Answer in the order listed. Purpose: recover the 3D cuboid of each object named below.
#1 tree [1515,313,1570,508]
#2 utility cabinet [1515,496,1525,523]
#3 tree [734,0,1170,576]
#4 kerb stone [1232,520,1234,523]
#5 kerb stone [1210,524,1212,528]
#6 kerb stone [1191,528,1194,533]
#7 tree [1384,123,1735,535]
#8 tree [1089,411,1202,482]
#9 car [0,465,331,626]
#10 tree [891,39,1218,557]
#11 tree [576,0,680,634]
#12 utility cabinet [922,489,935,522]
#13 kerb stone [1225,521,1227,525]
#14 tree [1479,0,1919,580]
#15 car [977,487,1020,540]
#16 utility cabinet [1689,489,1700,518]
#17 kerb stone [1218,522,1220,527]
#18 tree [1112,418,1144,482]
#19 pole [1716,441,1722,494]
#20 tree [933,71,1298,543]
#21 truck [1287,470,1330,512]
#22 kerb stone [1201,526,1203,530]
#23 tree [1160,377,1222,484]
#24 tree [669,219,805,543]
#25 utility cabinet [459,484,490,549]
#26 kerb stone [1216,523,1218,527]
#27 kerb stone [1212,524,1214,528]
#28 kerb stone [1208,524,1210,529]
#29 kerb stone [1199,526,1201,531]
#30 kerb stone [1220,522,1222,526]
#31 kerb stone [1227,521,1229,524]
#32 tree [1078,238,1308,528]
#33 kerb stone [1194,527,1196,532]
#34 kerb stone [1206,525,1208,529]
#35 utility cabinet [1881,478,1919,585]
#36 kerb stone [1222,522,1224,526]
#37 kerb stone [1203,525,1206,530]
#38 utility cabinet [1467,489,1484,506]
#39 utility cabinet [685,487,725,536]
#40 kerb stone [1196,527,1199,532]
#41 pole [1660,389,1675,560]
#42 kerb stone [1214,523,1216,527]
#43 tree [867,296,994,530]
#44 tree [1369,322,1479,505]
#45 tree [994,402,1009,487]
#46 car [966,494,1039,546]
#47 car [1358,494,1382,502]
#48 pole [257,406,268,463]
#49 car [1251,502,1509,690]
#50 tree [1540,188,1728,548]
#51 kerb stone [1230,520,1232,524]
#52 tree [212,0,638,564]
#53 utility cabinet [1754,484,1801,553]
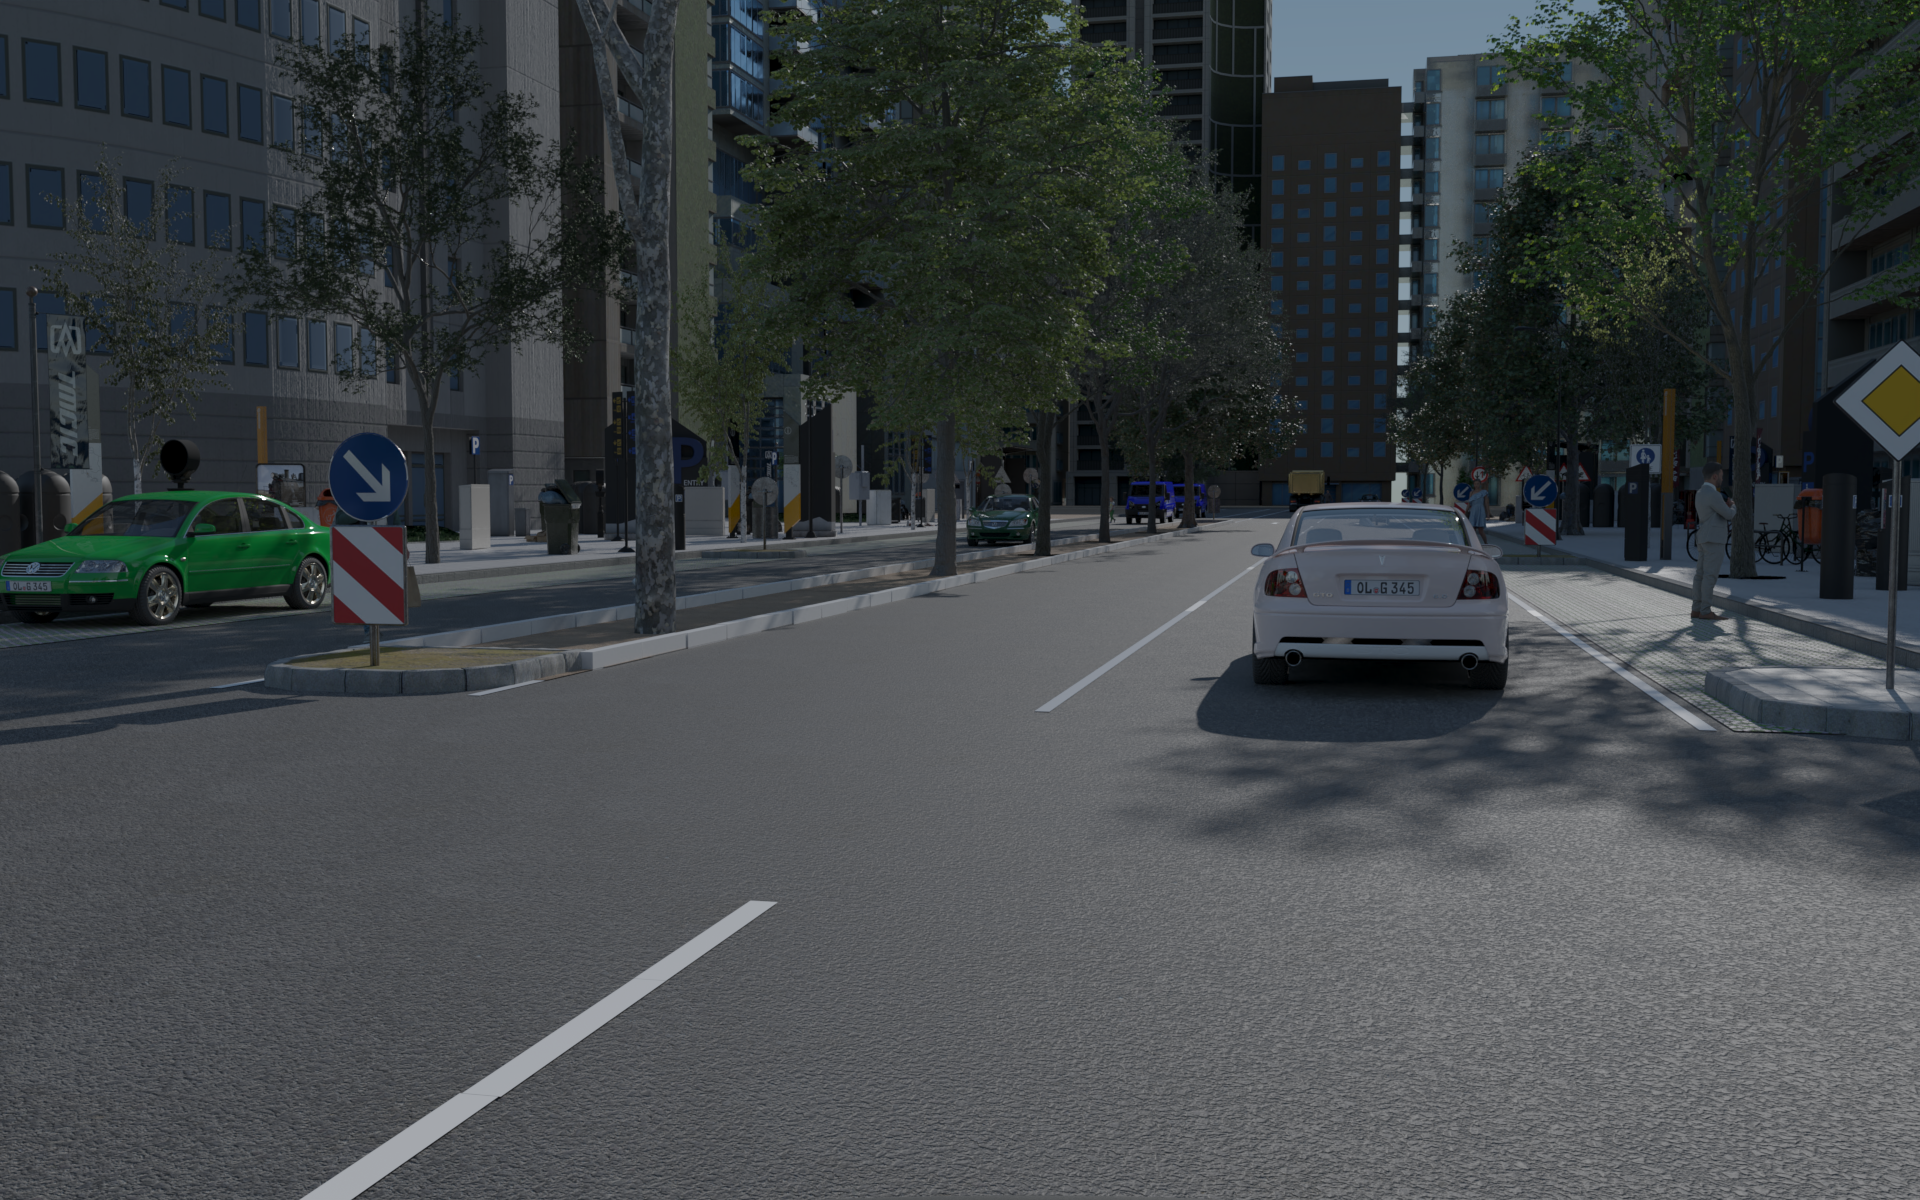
[{"bbox_3d":[22.020,-7.113,66.661,4.737,8.622,4.395,0,3,0],"label":"tree"},{"bbox_3d":[24.807,-3.944,75.640,1.020,1.237,0.306,1,4,13],"label":"utility cabinet"},{"bbox_3d":[-0.264,-6.715,30.382,7.486,12.596,7.792,0,3,0],"label":"tree"},{"bbox_3d":[12.970,-3.749,83.498,0.120,0.150,1.000,1,4,13],"label":"kerb stone"},{"bbox_3d":[10.206,-3.013,71.492,0.120,0.150,1.000,1,4,13],"label":"kerb stone"},{"bbox_3d":[8.368,-2.527,63.508,0.120,0.150,1.000,1,4,13],"label":"kerb stone"},{"bbox_3d":[19.167,-8.373,53.906,9.611,12.733,9.660,0,3,0],"label":"tree"},{"bbox_3d":[14.557,-12.258,134.833,8.767,10.594,7.601,-1,4,-11],"label":"tree"},{"bbox_3d":[-9.157,-0.701,20.255,1.959,1.807,4.718,1,4,13],"label":"car"},{"bbox_3d":[1.994,-6.805,39.479,9.928,11.665,9.643,0,3,0],"label":"tree"},{"bbox_3d":[-4.121,-9.782,18.282,12.611,20.169,13.585,0,3,0],"label":"tree"},{"bbox_3d":[-1.460,-4.256,78.271,0.318,1.500,1.173,1,4,16],"label":"utility cabinet"},{"bbox_3d":[12.053,-3.504,79.483,0.120,0.150,1.000,1,4,13],"label":"kerb stone"},{"bbox_3d":[11.858,-6.139,26.130,9.928,11.665,9.643,0,3,0],"label":"tree"},{"bbox_3d":[1.611,-2.743,54.640,2.009,1.686,4.222,1,4,12],"label":"car"},{"bbox_3d":[33.606,-4.261,78.343,1.173,1.500,0.318,2,4,26],"label":"utility cabinet"},{"bbox_3d":[11.134,-3.256,75.485,0.120,0.150,1.000,1,4,13],"label":"kerb stone"},{"bbox_3d":[12.691,-10.632,124.198,4.360,8.622,3.978,0,3,0],"label":"tree"},{"bbox_3d":[29.028,-4.431,66.289,0.158,3.312,0.155,0,3,0],"label":"pole"},{"bbox_3d":[4.238,-8.405,50.242,12.009,13.543,11.850,0,3,0],"label":"tree"},{"bbox_3d":[28.022,-8.799,139.779,3.469,3.379,9.791,1,4,13],"label":"truck"},{"bbox_3d":[9.286,-2.770,67.499,0.120,0.150,1.000,1,4,13],"label":"kerb stone"},{"bbox_3d":[21.845,-15.754,164.236,9.857,13.997,8.962,0,3,0],"label":"tree"},{"bbox_3d":[-5.921,-5.812,45.389,4.737,8.622,4.395,0,3,0],"label":"tree"},{"bbox_3d":[-11.285,-1.931,40.246,0.318,1.500,1.173,0,4,5],"label":"utility cabinet"},{"bbox_3d":[10.895,-3.198,74.487,0.120,0.150,1.000,1,4,13],"label":"kerb stone"},{"bbox_3d":[10.434,-3.076,72.489,0.120,0.150,1.000,1,4,13],"label":"kerb stone"},{"bbox_3d":[9.980,-2.951,70.493,0.120,0.150,1.000,1,4,13],"label":"kerb stone"},{"bbox_3d":[9.051,-2.710,66.504,0.120,0.150,1.000,1,4,13],"label":"kerb stone"},{"bbox_3d":[11.365,-3.321,76.488,0.120,0.150,1.000,1,4,13],"label":"kerb stone"},{"bbox_3d":[12.283,-3.565,80.479,0.120,0.150,1.000,1,4,13],"label":"kerb stone"},{"bbox_3d":[9.647,-9.366,72.602,9.611,12.733,9.660,0,3,0],"label":"tree"},{"bbox_3d":[8.598,-2.588,64.510,0.120,0.150,1.000,1,4,13],"label":"kerb stone"},{"bbox_3d":[9.749,-2.888,69.492,0.120,0.150,1.000,1,4,13],"label":"kerb stone"},{"bbox_3d":[13.478,-0.946,24.139,0.318,1.500,1.173,-2,4,-31],"label":"utility cabinet"},{"bbox_3d":[11.595,-3.382,77.490,0.120,0.150,1.000,1,4,13],"label":"kerb stone"},{"bbox_3d":[9.518,-2.832,68.496,0.120,0.150,1.000,1,4,13],"label":"kerb stone"},{"bbox_3d":[24.350,-4.470,81.761,0.318,1.500,1.173,3,5,44],"label":"utility cabinet"},{"bbox_3d":[-7.757,-2.691,52.679,1.173,1.500,0.318,0,4,4],"label":"utility cabinet"},{"bbox_3d":[8.829,-2.645,65.507,0.120,0.150,1.000,1,4,13],"label":"kerb stone"},{"bbox_3d":[13.748,-2.435,33.649,0.158,3.312,0.155,0,3,0],"label":"pole"},{"bbox_3d":[10.663,-3.137,73.491,0.120,0.150,1.000,1,4,13],"label":"kerb stone"},{"bbox_3d":[-1.647,-6.833,62.078,4.737,8.622,4.395,0,3,0],"label":"tree"},{"bbox_3d":[34.278,-13.032,123.441,12.009,13.543,11.850,0,3,0],"label":"tree"},{"bbox_3d":[0.352,-7.648,75.403,4.737,8.622,4.395,0,3,0],"label":"tree"},{"bbox_3d":[1.410,-2.277,49.029,2.131,1.459,4.920,1,4,12],"label":"car"},{"bbox_3d":[35.336,-8.531,149.270,2.009,1.686,4.222,1,4,13],"label":"car"},{"bbox_3d":[-16.243,-2.846,40.371,0.158,3.312,0.155,0,3,0],"label":"pole"},{"bbox_3d":[3.408,-0.113,14.211,2.083,1.381,4.827,1,4,12],"label":"car"},{"bbox_3d":[16.033,-5.529,40.769,4.360,8.622,3.978,0,3,0],"label":"tree"},{"bbox_3d":[12.747,-3.686,82.497,0.120,0.150,1.000,1,4,13],"label":"kerb stone"},{"bbox_3d":[-9.677,-5.971,32.039,8.767,10.594,7.601,0,4,7],"label":"tree"},{"bbox_3d":[17.874,-1.780,37.789,0.318,1.500,1.173,-1,4,-16],"label":"utility cabinet"}]
